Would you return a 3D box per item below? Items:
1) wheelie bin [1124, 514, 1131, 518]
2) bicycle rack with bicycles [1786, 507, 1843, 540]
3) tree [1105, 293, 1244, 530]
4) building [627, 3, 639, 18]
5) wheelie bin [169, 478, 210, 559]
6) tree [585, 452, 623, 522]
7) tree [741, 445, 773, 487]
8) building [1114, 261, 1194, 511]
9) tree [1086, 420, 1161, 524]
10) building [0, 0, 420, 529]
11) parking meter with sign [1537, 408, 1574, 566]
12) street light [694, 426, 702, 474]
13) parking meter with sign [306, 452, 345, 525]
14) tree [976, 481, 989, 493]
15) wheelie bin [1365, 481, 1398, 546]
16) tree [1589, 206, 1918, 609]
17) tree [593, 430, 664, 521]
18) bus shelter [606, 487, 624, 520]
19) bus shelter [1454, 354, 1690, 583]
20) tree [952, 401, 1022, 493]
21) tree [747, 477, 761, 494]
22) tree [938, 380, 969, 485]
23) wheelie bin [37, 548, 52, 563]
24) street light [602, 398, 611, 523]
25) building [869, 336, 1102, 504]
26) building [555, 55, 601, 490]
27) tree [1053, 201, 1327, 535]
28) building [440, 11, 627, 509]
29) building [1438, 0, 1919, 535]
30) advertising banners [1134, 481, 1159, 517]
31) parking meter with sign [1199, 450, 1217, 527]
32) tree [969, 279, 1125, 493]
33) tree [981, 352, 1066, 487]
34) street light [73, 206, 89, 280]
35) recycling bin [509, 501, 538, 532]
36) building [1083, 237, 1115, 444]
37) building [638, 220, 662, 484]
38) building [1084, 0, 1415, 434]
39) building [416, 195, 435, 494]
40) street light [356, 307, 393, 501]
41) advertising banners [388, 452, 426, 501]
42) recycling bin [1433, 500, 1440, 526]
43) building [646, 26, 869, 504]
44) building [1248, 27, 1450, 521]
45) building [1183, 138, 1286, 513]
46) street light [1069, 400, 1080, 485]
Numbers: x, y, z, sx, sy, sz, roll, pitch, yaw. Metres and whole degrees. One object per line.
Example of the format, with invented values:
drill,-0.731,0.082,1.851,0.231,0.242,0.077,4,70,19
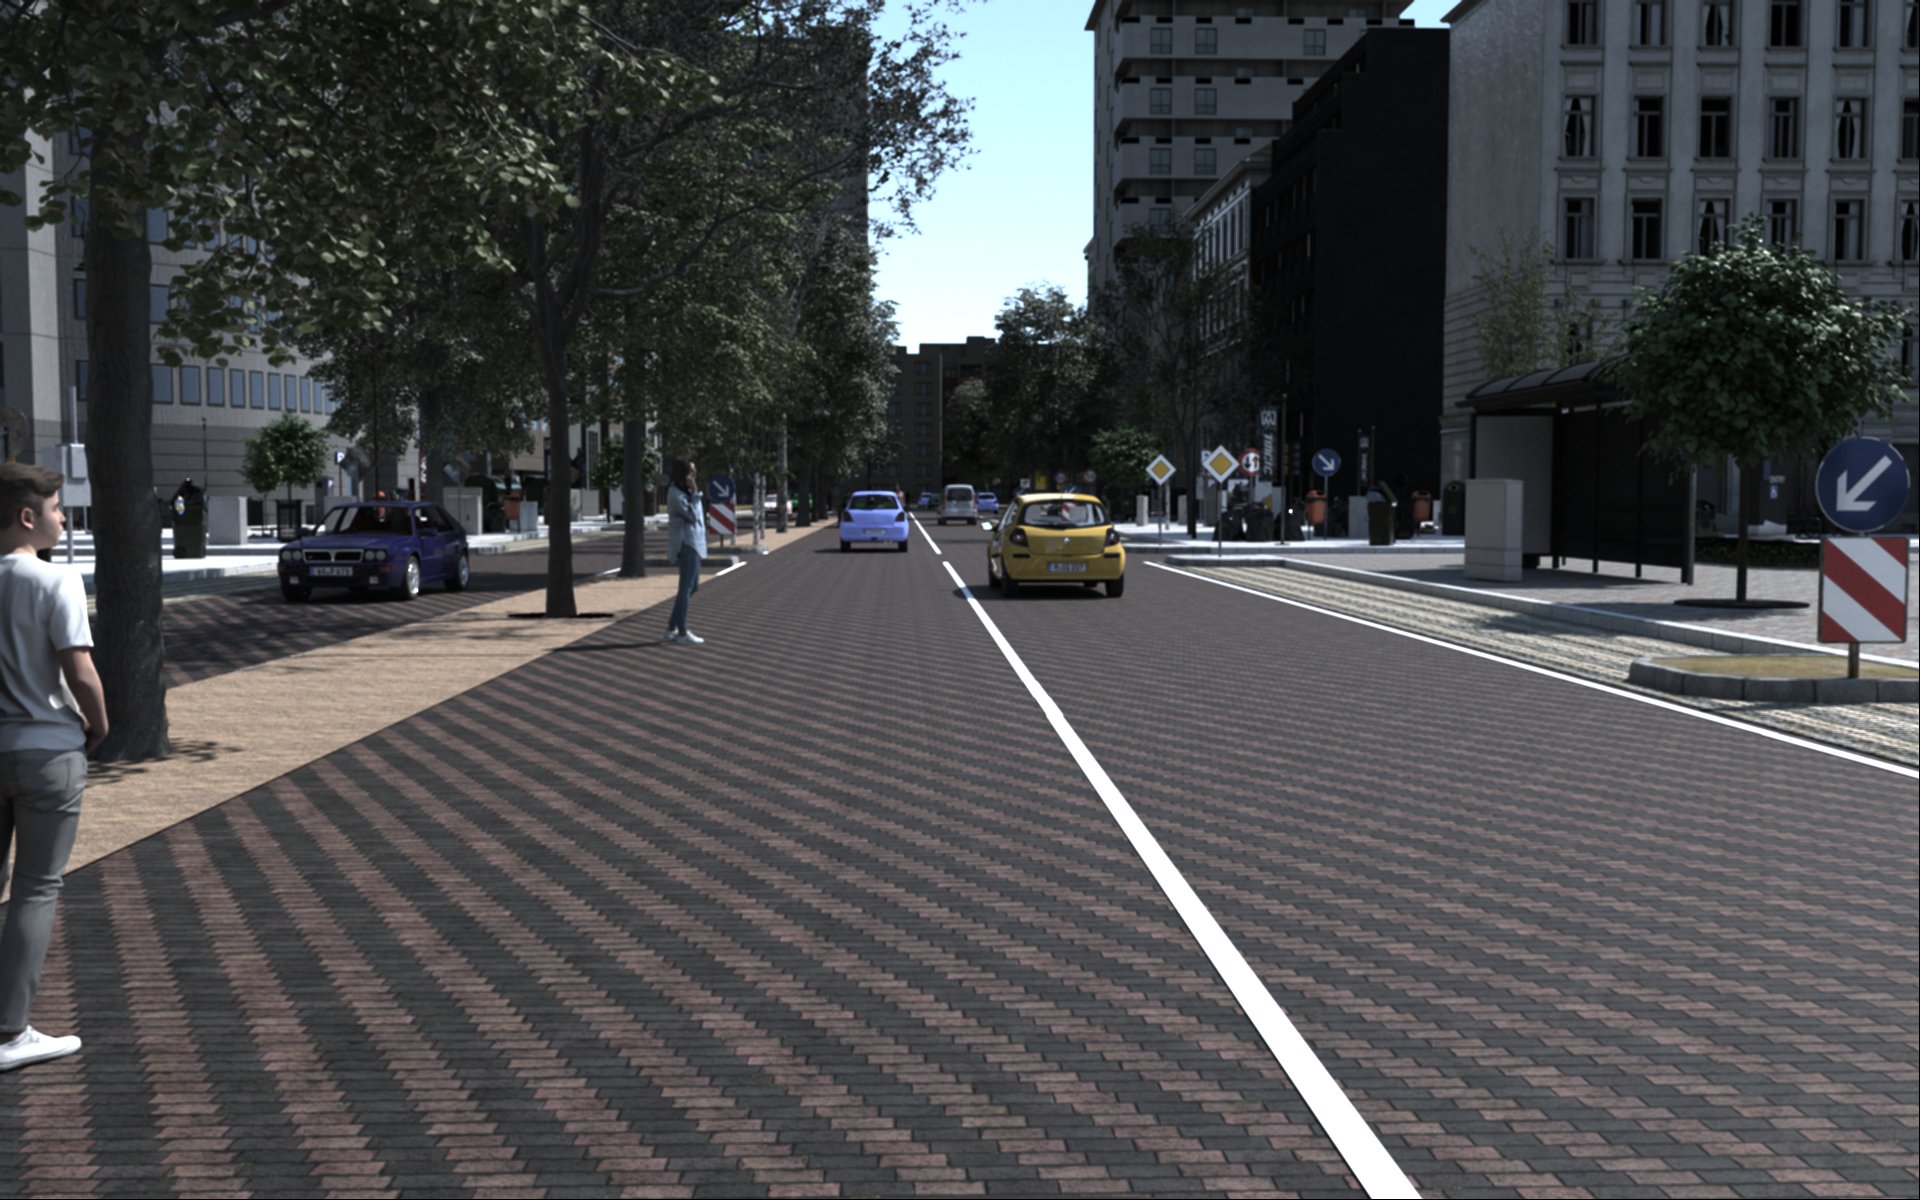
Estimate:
wheelie bin,8.684,-5.149,92.095,0.693,1.594,0.980,-2,4,-32
bicycle rack with bicycles,23.907,-2.215,49.602,2.852,0.926,2.925,-3,5,-44
tree,7.346,-6.812,61.733,4.360,8.622,3.978,0,3,0
building,-50.082,-47.826,220.211,20.611,71.187,20.563,0,4,-2
wheelie bin,-15.341,-1.627,34.516,0.693,1.594,0.980,-1,4,-17
tree,-16.197,-5.187,79.416,1.663,3.219,1.824,0,3,0
tree,-19.963,-14.877,177.645,8.767,10.594,7.601,3,4,38
building,28.234,-18.175,142.208,27.650,21.520,28.899,0,4,-2
tree,7.132,-5.599,75.257,4.285,4.588,4.351,0,3,0
building,-38.090,-32.547,74.135,21.231,58.520,28.212,0,4,-2
parking meter with sign,10.056,-2.134,31.156,1.738,3.016,0.543,0,4,3
street light,-16.702,-8.445,110.860,0.468,5.910,1.993,0,4,-2
parking meter with sign,-26.374,-4.624,71.858,1.738,3.016,0.543,1,4,19
tree,2.513,-12.231,194.582,1.663,3.219,1.824,0,3,0
wheelie bin,10.483,-2.154,43.129,0.693,1.594,0.980,2,4,26
tree,8.974,-2.216,19.952,4.285,4.588,4.351,0,3,0
tree,-15.903,-6.072,82.995,4.285,4.588,4.351,0,3,0
bus shelter,-16.938,-5.795,88.672,2.014,3.302,5.546,0,4,-2
bus shelter,9.651,-2.041,27.288,2.014,3.302,5.546,0,4,-2
tree,3.063,-13.746,159.155,8.767,10.594,7.601,2,4,34
tree,-20.075,-10.798,171.153,1.663,3.219,1.824,0,3,0
tree,2.204,-17.097,186.195,9.857,13.997,8.962,0,3,0
wheelie bin,-15.153,-1.239,28.173,0.693,1.594,0.980,2,4,33
street light,-15.594,-6.360,76.775,0.468,5.910,1.993,0,4,-2
building,2.729,-23.360,226.972,28.899,21.520,27.650,0,4,-2
building,-39.336,-50.005,130.253,22.319,86.520,31.000,0,4,-2
tree,7.312,-7.356,54.675,8.767,10.594,7.601,0,4,-4
building,-37.253,-30.839,154.321,14.600,45.320,14.200,0,4,-2
building,26.752,-12.835,59.008,18.267,20.994,9.793,0,4,-2
advertising banners,10.337,-6.105,95.997,2.074,3.025,0.090,-1,4,-20
parking meter with sign,9.766,-4.379,67.851,0.543,3.016,1.738,0,4,-1
tree,5.560,-11.963,102.253,9.857,13.997,8.962,0,3,0
tree,5.198,-13.277,135.198,7.486,12.596,7.792,0,3,0
street light,-13.758,-3.386,28.147,0.468,5.910,1.993,0,4,-2
recycling bin,-15.038,-2.881,59.656,0.722,1.027,0.722,-3,5,-44
building,29.401,-32.862,229.179,23.993,40.220,32.217,0,4,-2
building,-37.753,-24.672,175.082,14.107,30.474,14.160,0,4,-2
building,27.814,-35.484,169.402,28.713,52.752,27.495,0,4,-2
building,-32.721,-27.755,103.904,14.600,45.320,14.200,0,4,-2
street light,-14.344,-4.265,42.527,0.468,5.910,1.993,0,4,-2
advertising banners,-22.528,-4.569,70.883,0.090,3.025,2.074,2,4,32
recycling bin,19.621,-3.515,70.022,0.722,1.027,0.722,-1,4,-16
building,-25.696,-41.575,221.750,28.212,58.520,21.231,0,4,-2
building,22.910,-15.972,90.816,12.332,23.373,15.834,0,4,-2
building,20.967,-17.109,108.609,11.050,23.489,19.941,0,4,-2
street light,5.548,-6.786,83.740,0.468,5.910,1.993,0,4,-2
